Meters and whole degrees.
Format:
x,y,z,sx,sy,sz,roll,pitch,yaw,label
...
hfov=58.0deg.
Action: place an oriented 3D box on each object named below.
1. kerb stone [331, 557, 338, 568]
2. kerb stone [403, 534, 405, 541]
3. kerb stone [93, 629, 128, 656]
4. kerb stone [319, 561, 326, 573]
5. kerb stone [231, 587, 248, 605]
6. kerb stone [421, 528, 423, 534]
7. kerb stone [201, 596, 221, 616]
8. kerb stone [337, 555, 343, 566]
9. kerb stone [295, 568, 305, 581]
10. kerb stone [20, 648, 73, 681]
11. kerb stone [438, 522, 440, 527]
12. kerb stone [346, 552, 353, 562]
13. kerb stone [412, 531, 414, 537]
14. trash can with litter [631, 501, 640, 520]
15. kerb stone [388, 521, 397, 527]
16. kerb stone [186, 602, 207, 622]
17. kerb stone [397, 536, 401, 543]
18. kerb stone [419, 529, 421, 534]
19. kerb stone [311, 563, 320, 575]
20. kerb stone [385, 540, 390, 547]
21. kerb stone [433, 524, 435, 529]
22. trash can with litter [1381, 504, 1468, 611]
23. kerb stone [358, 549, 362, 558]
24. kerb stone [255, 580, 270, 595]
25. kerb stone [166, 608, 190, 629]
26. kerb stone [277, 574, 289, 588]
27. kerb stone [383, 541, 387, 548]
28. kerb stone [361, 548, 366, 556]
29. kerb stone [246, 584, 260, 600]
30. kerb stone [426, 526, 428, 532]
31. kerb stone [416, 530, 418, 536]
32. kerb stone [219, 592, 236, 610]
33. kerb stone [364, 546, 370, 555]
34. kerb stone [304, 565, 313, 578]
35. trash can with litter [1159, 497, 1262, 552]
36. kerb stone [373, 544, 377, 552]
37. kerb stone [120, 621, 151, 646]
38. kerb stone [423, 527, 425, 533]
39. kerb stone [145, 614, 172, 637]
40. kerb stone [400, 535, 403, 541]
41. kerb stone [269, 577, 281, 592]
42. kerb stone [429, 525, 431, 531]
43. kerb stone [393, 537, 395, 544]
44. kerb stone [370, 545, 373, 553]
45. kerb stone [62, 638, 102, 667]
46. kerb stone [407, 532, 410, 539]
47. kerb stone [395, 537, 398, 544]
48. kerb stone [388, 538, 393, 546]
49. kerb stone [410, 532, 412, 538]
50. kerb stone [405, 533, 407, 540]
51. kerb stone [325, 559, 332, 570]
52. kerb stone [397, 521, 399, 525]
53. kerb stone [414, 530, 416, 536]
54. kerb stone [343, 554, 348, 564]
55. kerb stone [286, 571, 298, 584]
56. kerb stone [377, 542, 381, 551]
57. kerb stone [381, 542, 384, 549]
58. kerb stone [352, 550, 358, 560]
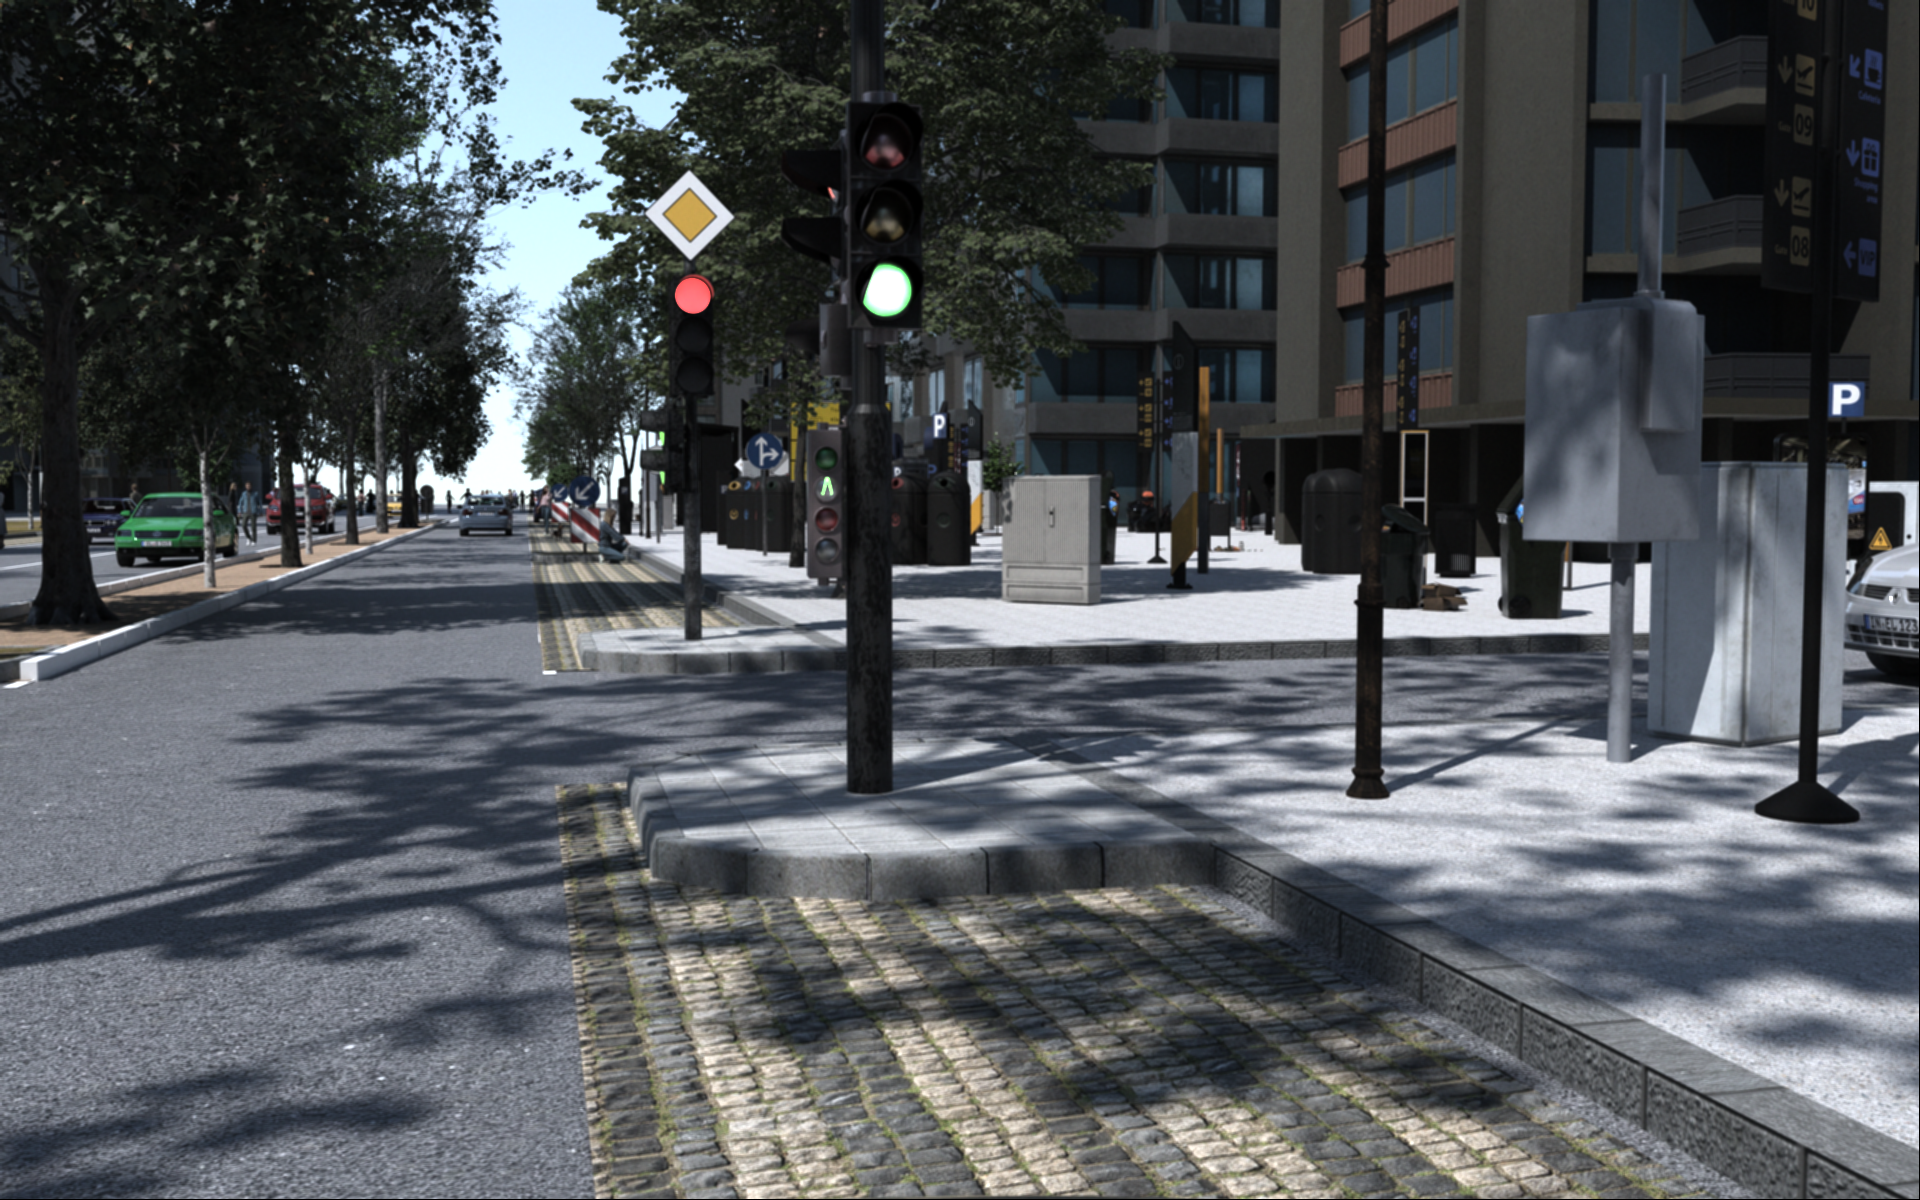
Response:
x,y,z,sx,sy,sz,roll,pitch,yaw,label
-12.236,-0.698,33.604,0.120,0.150,1.000,-1,4,-14,kerb stone
-16.986,-1.852,52.479,0.120,0.150,1.000,-1,4,-14,kerb stone
-7.748,0.399,15.707,0.120,0.150,1.000,-1,4,-14,kerb stone
-11.735,-0.576,31.615,0.120,0.150,1.000,-1,4,-14,kerb stone
-9.495,-0.028,22.659,0.120,0.150,1.000,-1,4,-14,kerb stone
-19.237,-2.400,61.442,0.120,0.150,1.000,-1,4,-14,kerb stone
-8.999,0.093,20.676,0.120,0.150,1.000,-1,4,-14,kerb stone
-12.487,-0.758,34.595,0.120,0.150,1.000,-1,4,-14,kerb stone
-10.994,-0.394,28.637,0.120,0.150,1.000,-1,4,-14,kerb stone
-7.242,0.518,13.727,0.120,0.150,1.000,-1,4,-14,kerb stone
-22.239,-3.130,73.377,0.120,0.150,1.000,-1,4,-14,kerb stone
-12.986,-0.880,36.585,0.120,0.150,1.000,-1,4,-14,kerb stone
-17.985,-2.094,56.451,0.120,0.150,1.000,-1,4,-14,kerb stone
-16.052,-4.503,85.006,1.055,1.170,0.624,0,4,-5,trash can with litter
-25.533,-3.404,77.860,0.120,0.150,1.000,-1,4,-14,kerb stone
-8.738,0.163,19.681,0.120,0.150,1.000,-1,4,-14,kerb stone
-16.481,-1.727,50.497,0.120,0.150,1.000,-1,4,-14,kerb stone
-18.982,-2.338,60.429,0.120,0.150,1.000,-1,4,-14,kerb stone
-11.485,-0.515,30.621,0.120,0.150,1.000,-1,4,-14,kerb stone
-15.495,-1.482,46.524,0.120,0.150,1.000,-1,4,-14,kerb stone
-21.235,-2.887,69.398,0.120,0.150,1.000,-1,4,-14,kerb stone
5.165,-0.487,19.344,0.624,1.170,1.055,-3,5,-44,trash can with litter
-13.496,-0.999,38.576,0.120,0.150,1.000,-1,4,-14,kerb stone
-9.995,-0.151,24.657,0.120,0.150,1.000,-1,4,-14,kerb stone
-8.495,0.217,18.688,0.120,0.150,1.000,-1,4,-14,kerb stone
-10.490,-0.270,26.650,0.120,0.150,1.000,-1,4,-14,kerb stone
-15.242,-1.419,45.534,0.120,0.150,1.000,-1,4,-14,kerb stone
-13.747,-1.061,39.572,0.120,0.150,1.000,-1,4,-14,kerb stone
-9.733,-0.089,23.653,0.120,0.150,1.000,-1,4,-14,kerb stone
-19.989,-2.580,64.423,0.120,0.150,1.000,-1,4,-14,kerb stone
-18.484,-2.216,58.444,0.120,0.150,1.000,-1,4,-14,kerb stone
-9.242,0.032,21.669,0.120,0.150,1.000,-1,4,-14,kerb stone
-13.994,-1.121,40.564,0.120,0.150,1.000,-1,4,-14,kerb stone
-11.239,-0.451,29.629,0.120,0.150,1.000,-1,4,-14,kerb stone
5.570,-1.717,39.131,2.233,1.210,1.678,3,4,38,trash can with litter
-14.492,-1.246,42.561,0.120,0.150,1.000,-1,4,-14,kerb stone
-8.000,0.336,16.702,0.120,0.150,1.000,-1,4,-14,kerb stone
-19.483,-2.461,62.439,0.120,0.150,1.000,-1,4,-14,kerb stone
-8.242,0.276,17.697,0.120,0.150,1.000,-1,4,-14,kerb stone
-16.736,-1.792,51.488,0.120,0.150,1.000,-1,4,-14,kerb stone
-10.233,-0.210,25.651,0.120,0.150,1.000,-1,4,-14,kerb stone
-20.486,-2.705,66.421,0.120,0.150,1.000,-1,4,-14,kerb stone
-15.992,-1.610,48.512,0.120,0.150,1.000,-1,4,-14,kerb stone
-14.246,-1.183,41.565,0.120,0.150,1.000,-1,4,-14,kerb stone
-7.501,0.458,14.715,0.120,0.150,1.000,-1,4,-14,kerb stone
-17.484,-1.974,54.466,0.120,0.150,1.000,-1,4,-14,kerb stone
-16.235,-1.670,49.505,0.120,0.150,1.000,-1,4,-14,kerb stone
-15.734,-1.549,47.518,0.120,0.150,1.000,-1,4,-14,kerb stone
-17.730,-2.034,55.458,0.120,0.150,1.000,-1,4,-14,kerb stone
-17.240,-1.911,53.474,0.120,0.150,1.000,-1,4,-14,kerb stone
-11.985,-0.637,32.610,0.120,0.150,1.000,-1,4,-14,kerb stone
-25.777,-3.465,78.855,0.120,0.150,1.000,-1,4,-14,kerb stone
-18.233,-2.156,57.443,0.120,0.150,1.000,-1,4,-14,kerb stone
-12.743,-0.819,35.589,0.120,0.150,1.000,-1,4,-14,kerb stone
-10.742,-0.333,27.645,0.120,0.150,1.000,-1,4,-14,kerb stone
-14.739,-1.306,43.553,0.120,0.150,1.000,-1,4,-14,kerb stone
-14.984,-1.362,44.545,0.120,0.150,1.000,-1,4,-14,kerb stone
-13.238,-0.940,37.576,0.120,0.150,1.000,-1,4,-14,kerb stone
